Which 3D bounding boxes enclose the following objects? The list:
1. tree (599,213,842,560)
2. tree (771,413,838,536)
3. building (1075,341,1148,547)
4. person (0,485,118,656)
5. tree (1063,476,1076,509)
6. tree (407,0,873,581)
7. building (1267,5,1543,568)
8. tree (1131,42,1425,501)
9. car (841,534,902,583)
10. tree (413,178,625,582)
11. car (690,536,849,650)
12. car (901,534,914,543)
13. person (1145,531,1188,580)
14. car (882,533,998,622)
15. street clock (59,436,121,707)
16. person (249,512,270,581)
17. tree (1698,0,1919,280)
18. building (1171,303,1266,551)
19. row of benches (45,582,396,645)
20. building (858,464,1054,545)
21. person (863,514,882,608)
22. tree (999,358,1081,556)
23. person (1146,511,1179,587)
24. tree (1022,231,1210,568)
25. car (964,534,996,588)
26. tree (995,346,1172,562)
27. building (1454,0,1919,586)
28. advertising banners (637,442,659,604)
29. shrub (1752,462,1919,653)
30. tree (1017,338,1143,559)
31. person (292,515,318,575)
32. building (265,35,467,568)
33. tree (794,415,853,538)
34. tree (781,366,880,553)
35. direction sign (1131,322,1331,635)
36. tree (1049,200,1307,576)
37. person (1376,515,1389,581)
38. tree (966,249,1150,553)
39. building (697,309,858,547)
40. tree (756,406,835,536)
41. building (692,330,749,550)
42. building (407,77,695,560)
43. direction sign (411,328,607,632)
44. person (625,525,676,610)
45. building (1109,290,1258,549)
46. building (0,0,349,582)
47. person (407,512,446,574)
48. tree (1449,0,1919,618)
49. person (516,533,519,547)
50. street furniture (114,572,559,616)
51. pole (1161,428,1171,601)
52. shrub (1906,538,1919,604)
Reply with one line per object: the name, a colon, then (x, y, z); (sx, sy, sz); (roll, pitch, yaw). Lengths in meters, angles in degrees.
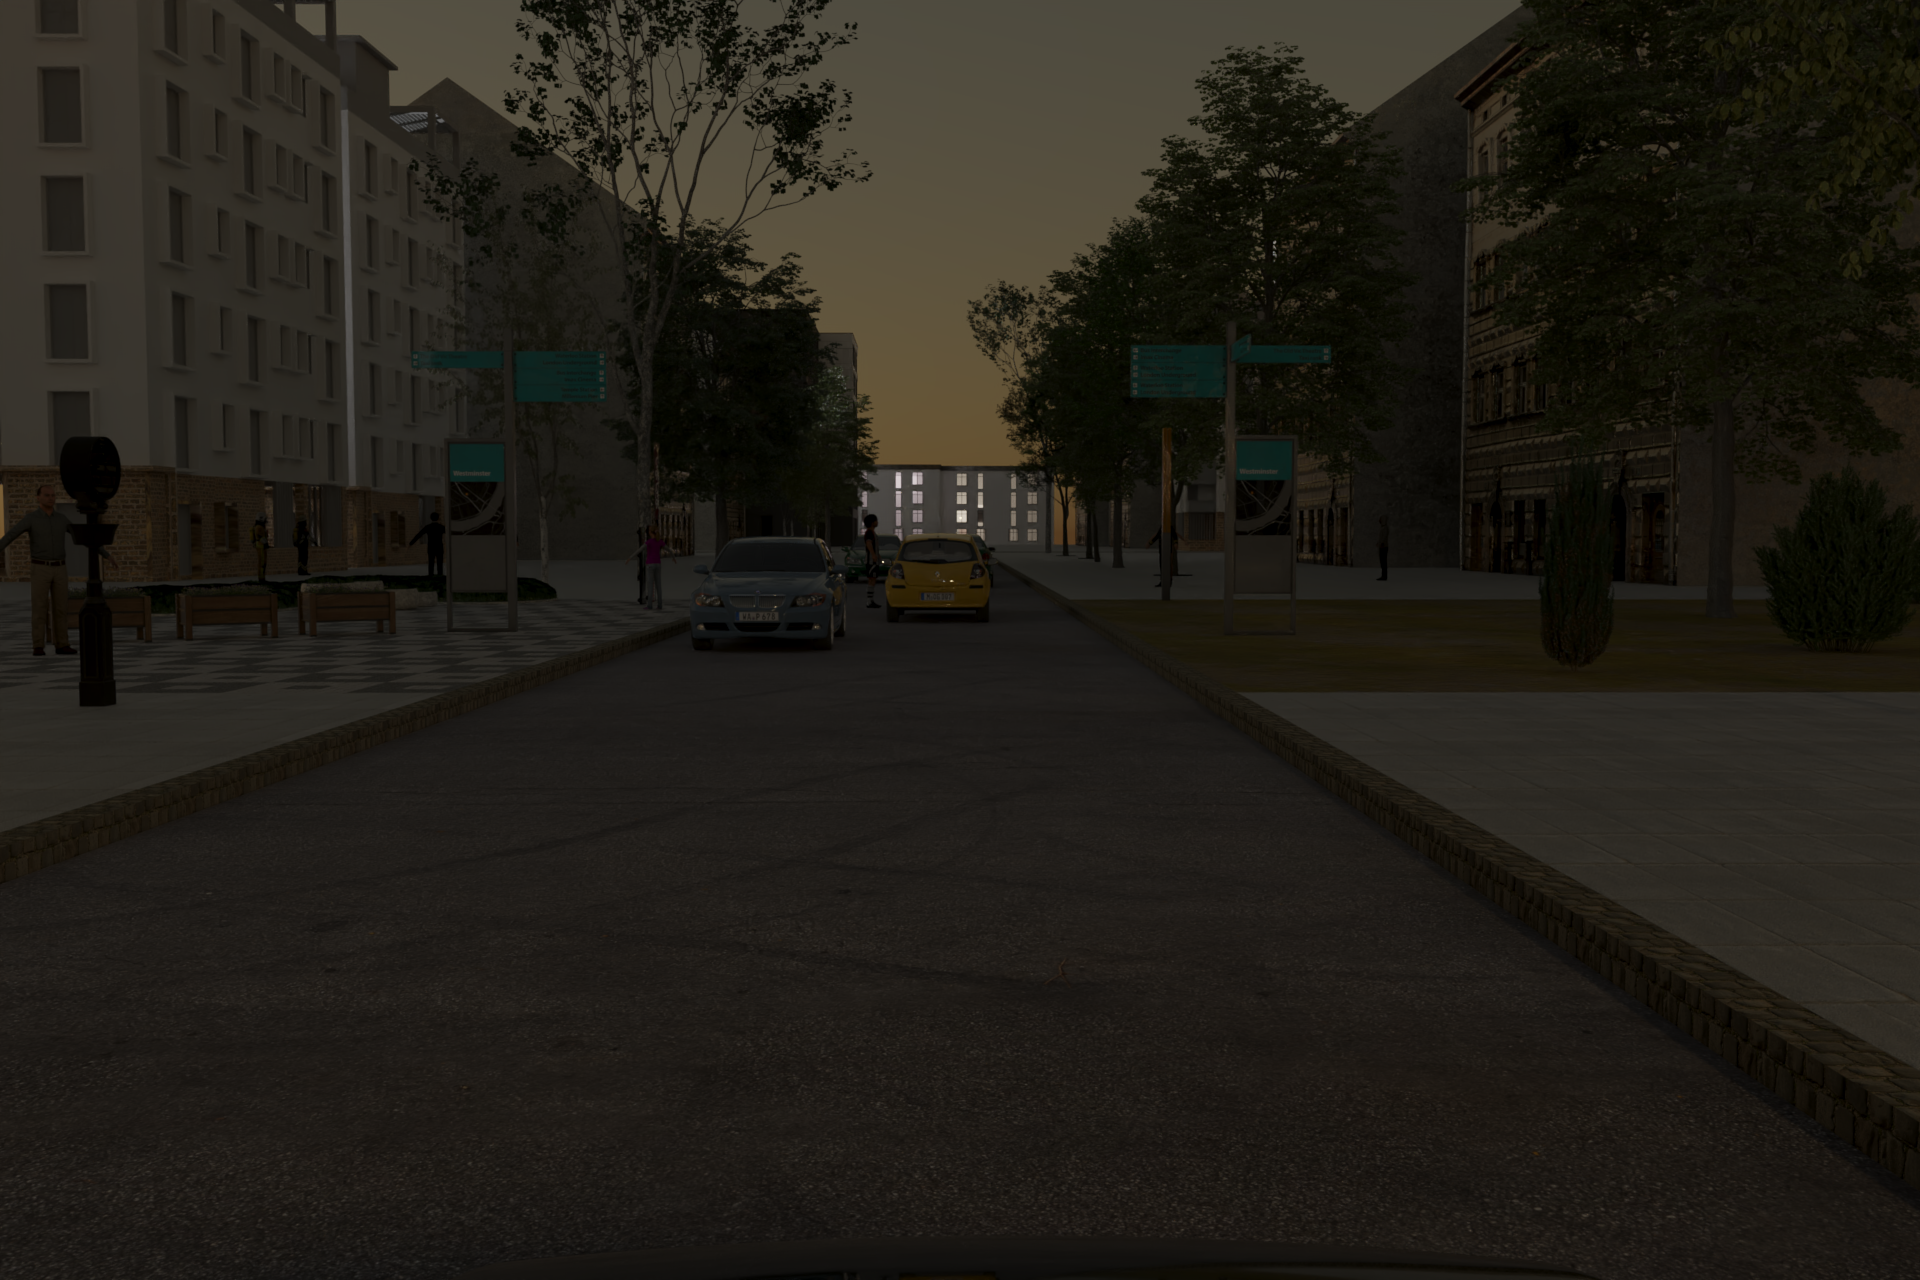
tree: (-9.458, -9.889, 68.339); (9.857, 13.997, 8.962); (0, 3, 0)
tree: (-9.337, -9.043, 98.215); (4.737, 8.622, 4.395); (0, 3, 0)
building: (22.287, -21.664, 185.137); (19.493, 23.208, 18.063); (0, 3, 0)
person: (-9.656, -0.740, 18.374); (0.705, 1.796, 1.348); (3, 5, 41)
tree: (17.406, -18.264, 208.986); (12.009, 13.543, 11.850); (0, 3, 0)
tree: (-8.518, -11.745, 47.924); (12.611, 20.169, 13.585); (0, 3, 0)
building: (24.160, -14.886, 74.312); (19.493, 23.208, 18.063); (0, 4, 0)
tree: (7.358, -7.498, 40.715); (7.486, 12.596, 7.792); (0, 3, 0)
car: (-2.465, -2.459, 51.999); (2.131, 1.459, 4.920); (0, 4, -1)
tree: (-8.523, -5.242, 36.074); (4.360, 8.622, 3.978); (0, 3, 0)
car: (-2.449, -0.666, 22.884); (2.014, 1.417, 4.499); (0, 4, -1)
car: (-1.995, -4.770, 89.780); (2.131, 1.459, 4.920); (0, 3, 0)
person: (5.782, -2.549, 48.482); (1.217, 1.733, 0.721); (0, 4, -1)
car: (-0.355, -1.179, 29.506); (2.015, 1.641, 3.980); (0, 4, 0)
street clock: (-6.450, -0.510, 12.901); (0.358, 2.002, 0.471); (0, 4, 1)
person: (-18.145, -2.405, 45.092); (0.705, 1.858, 1.354); (-2, 4, -24)
tree: (6.505, -3.702, 10.883); (4.737, 8.622, 4.395); (0, 3, 0)
building: (22.054, -17.492, 142.406); (16.016, 20.090, 11.380); (0, 4, 0)
row of benches: (-9.090, -0.355, 21.260); (4.104, 0.672, 1.422); (-2, 4, -34)
building: (-2.514, -16.206, 209.565); (28.070, 9.664, 9.099); (0, 4, -2)
person: (-1.679, -1.529, 33.603); (0.704, 1.843, 1.345); (0, 4, 1)
tree: (6.067, -10.672, 100.247); (9.928, 11.665, 9.643); (0, 3, 0)
person: (4.935, -2.196, 41.836); (0.705, 1.837, 1.347); (-2, 4, -26)
tree: (6.127, -8.984, 65.020); (7.486, 12.596, 7.792); (0, 3, 0)
car: (-0.051, -2.197, 47.713); (2.131, 1.459, 4.920); (0, 4, -2)
tree: (6.101, -8.849, 79.099); (8.767, 10.594, 7.601); (-2, 4, -34)
building: (26.753, -13.451, 50.855); (19.493, 23.208, 18.063); (0, 3, 0)
advertising banners: (-5.804, -2.215, 32.403); (0.090, 3.025, 2.074); (0, 4, 1)
shrub: (9.633, -0.912, 18.951); (1.661, 2.075, 1.752); (0, 3, 0)
tree: (6.502, -9.972, 88.797); (9.928, 11.665, 9.643); (0, 3, 0)
person: (-20.376, -2.935, 53.760); (1.354, 1.856, 0.705); (3, 5, 40)
building: (-27.704, -12.890, 67.164); (16.016, 20.090, 11.380); (0, 4, -1)
tree: (-9.061, -9.462, 105.068); (4.360, 8.622, 3.978); (0, 3, 0)
tree: (-8.989, -12.136, 116.546); (7.486, 12.596, 7.792); (0, 3, 0)
direction sign: (3.425, -1.993, 21.356); (2.525, 3.948, 1.411); (0, 4, -1)
tree: (6.646, -7.772, 52.829); (9.928, 11.665, 9.643); (0, 3, 0)
person: (11.634, -2.543, 47.707); (0.705, 1.813, 1.348); (1, 4, 8)
tree: (7.101, -15.818, 114.514); (12.611, 20.169, 13.585); (0, 3, 0)
building: (-24.759, -20.148, 173.388); (27.936, 21.610, 32.646); (0, 4, -1)
tree: (-8.728, -8.384, 87.448); (4.737, 8.622, 4.395); (0, 3, 0)
building: (-28.594, -19.320, 146.804); (19.493, 23.208, 18.063); (0, 4, -1)
building: (-24.843, -16.026, 92.961); (19.493, 23.208, 18.063); (0, 4, -1)
direction sign: (-5.866, -2.104, 23.167); (2.525, 3.948, 1.411); (0, 4, 0)
person: (-5.228, -1.231, 29.398); (0.991, 1.433, 0.599); (-3, 5, -41)
building: (24.100, -20.211, 161.386); (19.493, 23.208, 18.063); (0, 4, 0)
building: (-26.489, -11.695, 47.640); (16.016, 20.090, 11.380); (0, 4, 0)
person: (-12.492, -2.145, 41.262); (1.347, 1.806, 0.705); (0, 4, -6)
tree: (11.300, -6.615, 26.286); (7.486, 12.596, 7.792); (0, 3, 0)
person: (-13.715, -2.823, 52.374); (1.346, 1.802, 0.704); (3, 5, 39)
street furniture: (-11.072, -0.980, 31.653); (5.734, 0.657, 10.072); (1, 4, 14)
pole: (3.979, -2.419, 33.396); (0.158, 3.312, 0.155); (0, 3, 0)
shrub: (17.640, -1.269, 31.860); (1.383, 1.207, 1.383); (0, 3, 0)
